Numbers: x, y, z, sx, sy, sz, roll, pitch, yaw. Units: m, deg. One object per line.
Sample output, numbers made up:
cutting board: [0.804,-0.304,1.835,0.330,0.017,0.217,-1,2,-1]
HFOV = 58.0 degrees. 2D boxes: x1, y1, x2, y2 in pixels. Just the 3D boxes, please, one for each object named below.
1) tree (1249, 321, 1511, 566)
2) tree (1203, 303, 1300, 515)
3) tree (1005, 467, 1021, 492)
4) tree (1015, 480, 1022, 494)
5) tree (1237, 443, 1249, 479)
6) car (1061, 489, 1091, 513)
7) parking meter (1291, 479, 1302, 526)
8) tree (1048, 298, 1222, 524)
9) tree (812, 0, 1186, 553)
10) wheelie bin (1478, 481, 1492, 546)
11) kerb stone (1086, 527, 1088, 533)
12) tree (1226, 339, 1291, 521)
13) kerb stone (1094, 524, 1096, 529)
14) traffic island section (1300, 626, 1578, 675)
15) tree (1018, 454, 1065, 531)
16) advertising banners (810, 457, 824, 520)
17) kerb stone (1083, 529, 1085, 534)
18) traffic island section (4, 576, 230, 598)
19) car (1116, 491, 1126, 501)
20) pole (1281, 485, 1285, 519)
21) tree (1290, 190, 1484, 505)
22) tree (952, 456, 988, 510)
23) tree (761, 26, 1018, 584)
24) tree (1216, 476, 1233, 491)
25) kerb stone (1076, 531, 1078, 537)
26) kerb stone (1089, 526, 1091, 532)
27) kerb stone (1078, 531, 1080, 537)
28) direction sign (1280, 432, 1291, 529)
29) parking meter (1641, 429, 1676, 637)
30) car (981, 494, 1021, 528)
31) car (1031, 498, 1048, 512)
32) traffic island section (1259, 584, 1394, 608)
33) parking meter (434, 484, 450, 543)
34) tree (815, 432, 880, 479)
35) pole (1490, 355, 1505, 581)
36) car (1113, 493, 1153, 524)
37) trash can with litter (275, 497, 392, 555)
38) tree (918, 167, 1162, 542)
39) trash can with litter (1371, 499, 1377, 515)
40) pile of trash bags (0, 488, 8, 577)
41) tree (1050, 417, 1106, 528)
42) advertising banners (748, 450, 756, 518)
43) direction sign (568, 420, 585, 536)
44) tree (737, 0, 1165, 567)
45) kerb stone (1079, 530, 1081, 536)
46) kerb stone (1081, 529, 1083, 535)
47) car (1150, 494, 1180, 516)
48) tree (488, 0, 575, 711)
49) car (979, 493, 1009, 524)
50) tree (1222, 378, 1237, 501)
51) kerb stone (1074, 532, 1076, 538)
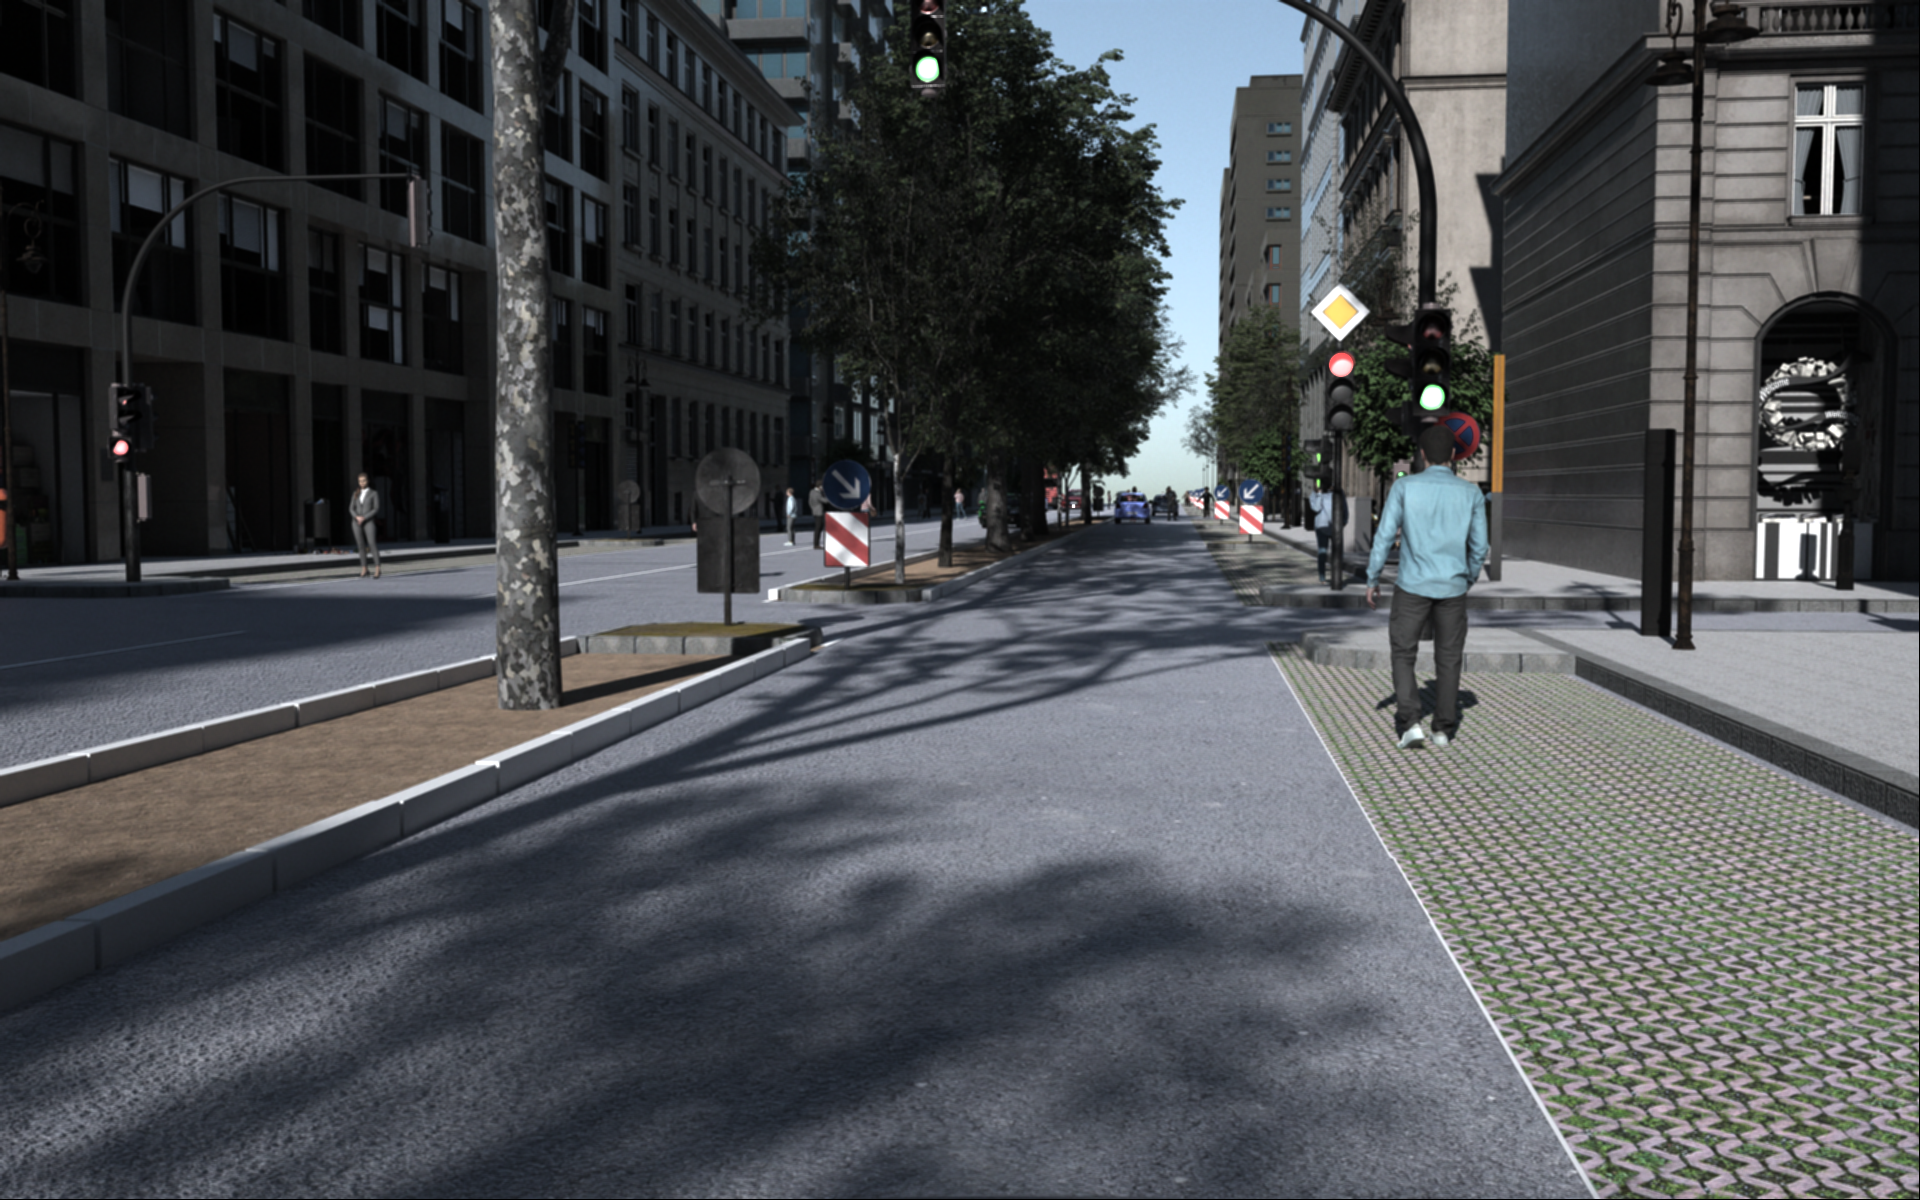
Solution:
tree: [8.254,-2.915,31.380,4.285,4.588,4.351,0,3,0]
tree: [17.984,-11.356,103.790,7.486,12.596,7.792,0,3,0]
tree: [4.026,-11.769,176.140,4.285,4.588,4.351,0,3,0]
tree: [7.236,-12.474,198.552,1.663,3.219,1.824,0,3,0]
tree: [14.301,-5.802,78.582,4.285,4.588,4.351,0,3,0]
car: [9.110,-7.746,135.318,2.281,1.827,5.304,1,4,9]
parking meter: [13.447,-3.883,69.201,0.399,1.863,0.255,-1,4,-12]
tree: [6.043,-10.330,81.726,12.009,13.543,11.850,0,3,0]
tree: [0.942,-8.118,41.846,9.857,13.997,8.962,0,3,0]
wheelie bin: [13.095,-2.142,42.925,0.693,1.594,0.980,-2,4,-30]
kerb stone: [4.414,-2.448,62.212,0.120,0.150,1.000,0,4,7]
tree: [14.674,-8.113,83.014,4.360,8.622,3.978,0,3,0]
kerb stone: [5.168,-2.817,68.303,0.120,0.150,1.000,0,4,7]
traffic island section: [4.079,0.429,15.266,2.009,0.180,2.903,0,4,7]
tree: [3.875,-7.020,67.601,4.737,8.622,4.395,0,3,0]
advertising banners: [-6.784,-5.343,83.545,0.090,3.025,2.074,1,4,19]
kerb stone: [4.159,-2.322,60.181,0.120,0.150,1.000,0,4,7]
traffic island section: [-12.099,-0.186,25.315,2.009,0.180,2.903,0,4,7]
car: [22.212,-13.808,234.439,2.281,1.827,5.304,0,4,6]
pole: [16.551,-5.798,88.636,0.158,3.312,0.155,0,3,0]
tree: [10.338,-5.601,41.933,4.360,8.622,3.978,0,3,0]
tree: [0.373,-9.826,144.372,4.285,4.588,4.351,0,3,0]
tree: [-0.970,-4.542,27.083,4.360,8.622,3.978,0,3,0]
tree: [24.846,-10.401,164.652,1.663,3.219,1.824,0,3,0]
kerb stone: [3.659,-2.070,56.111,0.120,0.150,1.000,0,4,7]
kerb stone: [4.675,-2.571,64.239,0.120,0.150,1.000,0,4,7]
kerb stone: [3.781,-2.134,57.132,0.120,0.150,1.000,0,4,7]
direction sign: [11.935,-4.371,63.465,0.379,3.537,0.876,2,4,32]
parking meter: [6.347,-0.614,15.745,0.255,1.863,0.399,1,4,21]
car: [1.963,-3.920,73.876,2.009,1.686,4.222,1,4,9]
car: [6.045,-7.882,138.464,1.945,1.707,3.694,1,4,9]
traffic island section: [5.061,-0.056,23.191,2.009,0.180,2.903,0,4,7]
parking meter: [-13.496,-2.244,45.100,0.372,1.533,0.369,0,3,0]
tree: [-5.932,-6.596,91.563,4.285,4.588,4.351,0,3,0]
pole: [7.909,-1.935,25.478,0.158,3.312,0.155,0,3,0]
car: [8.462,-4.599,84.785,1.945,1.707,3.694,0,4,7]
trash can with litter: [-13.400,-1.595,37.137,2.233,1.210,1.678,0,4,-7]
tree: [2.049,-7.976,50.995,7.486,12.596,7.792,0,3,0]
trash can with litter: [10.235,-2.011,44.269,0.624,1.170,1.055,-1,4,-9]
pile of trash bags: [-16.131,-1.002,26.137,3.447,1.369,1.912,-1,4,-14]
tree: [4.485,-7.302,72.201,4.360,8.622,3.978,0,3,0]
advertising banners: [-8.449,-4.533,70.301,0.090,3.025,2.074,0,4,1]
direction sign: [-11.781,-3.747,53.262,0.379,3.537,0.876,1,4,21]
tree: [-0.356,-5.883,33.063,8.767,10.594,7.601,0,4,7]
kerb stone: [3.903,-2.199,58.147,0.120,0.150,1.000,0,4,7]
kerb stone: [4.035,-2.261,59.160,0.120,0.150,1.000,0,4,7]
car: [13.456,-6.227,113.822,2.014,1.417,4.499,0,4,6]
tree: [-1.776,-9.274,9.983,12.611,20.169,13.585,0,3,0]
car: [1.976,-4.590,83.847,1.959,1.807,4.718,0,4,7]
tree: [27.981,-16.632,182.304,12.009,13.543,11.850,0,3,0]
kerb stone: [3.536,-2.012,55.097,0.120,0.150,1.000,0,4,7]
